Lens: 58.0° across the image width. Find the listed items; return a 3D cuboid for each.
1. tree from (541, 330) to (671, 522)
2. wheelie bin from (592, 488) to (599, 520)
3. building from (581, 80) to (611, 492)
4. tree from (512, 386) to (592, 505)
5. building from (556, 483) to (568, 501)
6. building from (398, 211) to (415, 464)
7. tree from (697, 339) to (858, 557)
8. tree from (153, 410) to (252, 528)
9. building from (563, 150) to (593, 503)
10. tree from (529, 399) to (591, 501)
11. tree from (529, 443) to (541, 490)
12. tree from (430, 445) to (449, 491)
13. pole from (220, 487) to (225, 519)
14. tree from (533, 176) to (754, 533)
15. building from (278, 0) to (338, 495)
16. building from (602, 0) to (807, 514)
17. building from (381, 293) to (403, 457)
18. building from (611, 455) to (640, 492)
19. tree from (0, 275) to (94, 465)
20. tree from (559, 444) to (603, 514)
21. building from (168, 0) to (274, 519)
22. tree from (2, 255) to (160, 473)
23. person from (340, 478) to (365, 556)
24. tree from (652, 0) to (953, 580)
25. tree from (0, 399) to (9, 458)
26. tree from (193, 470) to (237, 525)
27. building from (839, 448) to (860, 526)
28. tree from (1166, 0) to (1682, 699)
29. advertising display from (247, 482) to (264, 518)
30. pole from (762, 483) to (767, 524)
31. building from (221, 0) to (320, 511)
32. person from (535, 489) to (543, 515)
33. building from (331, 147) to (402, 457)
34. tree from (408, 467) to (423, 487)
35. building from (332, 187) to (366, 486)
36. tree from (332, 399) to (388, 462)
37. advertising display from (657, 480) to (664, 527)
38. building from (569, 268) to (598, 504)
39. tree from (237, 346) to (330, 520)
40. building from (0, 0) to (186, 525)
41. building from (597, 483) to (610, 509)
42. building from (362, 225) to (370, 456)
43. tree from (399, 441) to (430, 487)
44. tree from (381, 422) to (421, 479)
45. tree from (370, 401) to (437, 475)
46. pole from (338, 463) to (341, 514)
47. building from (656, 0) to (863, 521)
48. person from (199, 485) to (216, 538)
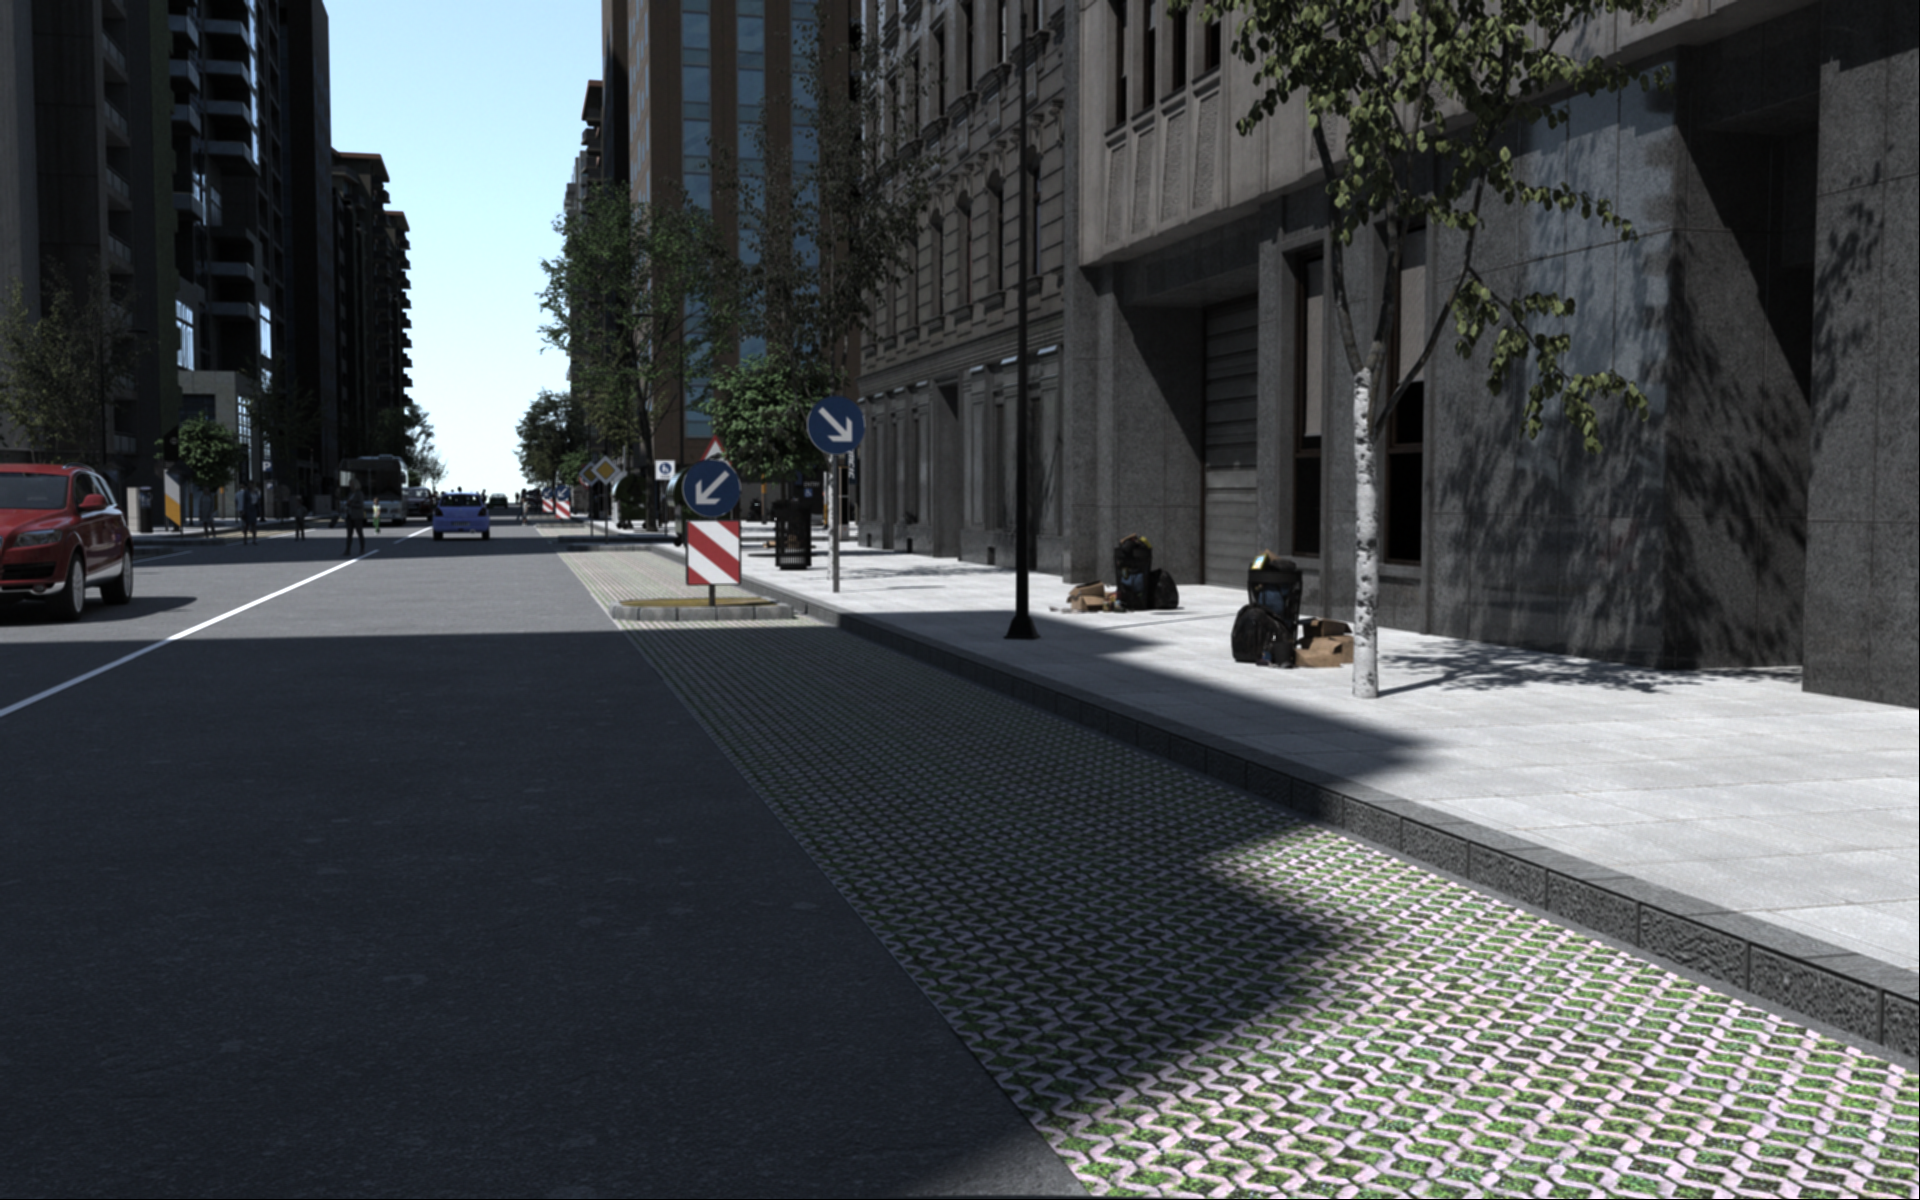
[{"bbox_3d":[-15.515,-7.825,78.296,4.737,8.622,4.395,0,3,0],"label":"tree"},{"bbox_3d":[-18.174,-4.855,87.285,0.693,1.594,0.980,-1,4,-10],"label":"wheelie bin"},{"bbox_3d":[-28.639,-32.410,184.531,22.147,44.769,28.867,-1,4,-15],"label":"building"},{"bbox_3d":[-48.317,-18.308,205.985,9.857,13.997,8.962,0,3,0],"label":"tree"},{"bbox_3d":[-47.087,-35.488,272.105,32.217,40.220,23.993,-1,4,-15],"label":"building"},{"bbox_3d":[-93.285,-36.868,257.410,22.147,44.769,28.867,-1,4,-15],"label":"building"},{"bbox_3d":[-3.751,-3.183,35.762,4.285,4.588,4.351,0,3,0],"label":"tree"},{"bbox_3d":[-28.761,-5.037,66.063,4.285,4.588,4.351,0,3,0],"label":"tree"},{"bbox_3d":[-44.024,-38.183,243.902,23.786,49.044,30.456,-1,4,-15],"label":"building"},{"bbox_3d":[-30.266,-11.182,133.183,4.360,8.622,3.978,0,3,0],"label":"tree"},{"bbox_3d":[-46.333,-14.982,195.320,4.737,8.622,4.395,0,3,0],"label":"tree"},{"bbox_3d":[-74.909,-17.840,242.043,4.360,8.622,3.978,0,3,0],"label":"tree"},{"bbox_3d":[-37.646,-5.780,88.347,0.158,3.312,0.155,0,3,0],"label":"pole"},{"bbox_3d":[-10.526,-8.079,57.851,9.928,11.665,9.643,0,3,0],"label":"tree"},{"bbox_3d":[-60.614,-30.299,145.507,14.600,45.320,14.200,-1,4,-15],"label":"building"},{"bbox_3d":[-20.927,-29.843,138.049,14.600,45.320,14.200,-1,4,-15],"label":"building"},{"bbox_3d":[-84.466,-28.512,237.871,14.160,30.474,14.107,-1,4,-15],"label":"building"},{"bbox_3d":[-12.518,-41.358,114.452,20.563,71.187,20.611,-1,4,-15],"label":"building"},{"bbox_3d":[-30.974,-6.593,58.164,4.737,8.622,4.395,0,3,0],"label":"tree"},{"bbox_3d":[-24.615,-7.930,113.364,4.285,4.588,4.351,0,3,0],"label":"tree"},{"bbox_3d":[-52.682,-48.196,100.684,22.319,86.520,31.000,-1,4,-15],"label":"building"},{"bbox_3d":[-26.524,-6.242,52.427,4.360,8.622,3.978,0,3,0],"label":"tree"},{"bbox_3d":[-14.099,-1.933,40.286,0.537,1.800,0.526,3,5,40],"label":"person"},{"bbox_3d":[-2.099,-4.614,25.803,4.360,8.622,3.978,0,3,0],"label":"tree"},{"bbox_3d":[-21.572,-3.180,35.709,4.285,4.588,4.351,0,3,0],"label":"tree"},{"bbox_3d":[-31.597,-4.783,72.804,1.663,3.219,1.824,0,3,0],"label":"tree"},{"bbox_3d":[9.544,-25.368,69.392,28.867,44.769,22.147,-1,4,-15],"label":"building"},{"bbox_3d":[2.582,-3.674,10.439,4.737,8.622,4.395,0,3,0],"label":"tree"},{"bbox_3d":[-37.536,-5.325,92.285,0.123,1.923,0.974,2,4,26],"label":"advertising display"},{"bbox_3d":[-8.293,-4.859,73.291,0.158,3.312,0.155,0,3,0],"label":"pole"},{"bbox_3d":[-59.055,-42.128,127.053,20.563,71.187,20.611,-1,4,-15],"label":"building"},{"bbox_3d":[-28.387,-6.575,116.599,0.593,1.750,0.643,-3,4,-36],"label":"person"},{"bbox_3d":[-82.408,-34.270,214.931,22.147,44.769,28.867,-1,4,-15],"label":"building"},{"bbox_3d":[-65.835,-13.653,206.941,4.285,4.588,4.351,0,3,0],"label":"tree"},{"bbox_3d":[-63.674,-23.790,160.665,14.160,30.474,14.107,-1,4,-15],"label":"building"},{"bbox_3d":[-47.078,-11.317,135.398,4.360,8.622,3.978,0,3,0],"label":"tree"},{"bbox_3d":[-11.619,-3.788,67.146,0.123,1.923,0.974,0,4,-1],"label":"advertising display"},{"bbox_3d":[-42.666,-27.498,221.297,14.160,30.474,14.107,-1,4,-15],"label":"building"},{"bbox_3d":[-34.096,-8.345,86.809,4.737,8.622,4.395,0,3,0],"label":"tree"},{"bbox_3d":[-38.928,-23.398,66.145,14.154,41.232,14.086,-1,4,-15],"label":"building"},{"bbox_3d":[-17.058,-28.597,159.436,32.217,40.220,23.993,-1,4,-15],"label":"building"},{"bbox_3d":[-67.529,-24.619,174.214,14.160,30.474,14.107,-1,4,-15],"label":"building"},{"bbox_3d":[-68.716,-16.245,215.966,4.360,8.622,3.978,0,3,0],"label":"tree"},{"bbox_3d":[-57.708,-13.907,177.745,4.737,8.622,4.395,0,3,0],"label":"tree"},{"bbox_3d":[-61.641,-16.269,191.747,9.928,11.665,9.643,0,3,0],"label":"tree"},{"bbox_3d":[-40.461,-7.288,112.998,0.158,3.312,0.155,0,3,0],"label":"pole"},{"bbox_3d":[-9.678,-26.891,89.775,14.600,45.320,14.200,-1,4,-15],"label":"building"},{"bbox_3d":[-23.361,-2.707,53.767,0.512,1.701,0.522,-1,4,-14],"label":"person"}]
